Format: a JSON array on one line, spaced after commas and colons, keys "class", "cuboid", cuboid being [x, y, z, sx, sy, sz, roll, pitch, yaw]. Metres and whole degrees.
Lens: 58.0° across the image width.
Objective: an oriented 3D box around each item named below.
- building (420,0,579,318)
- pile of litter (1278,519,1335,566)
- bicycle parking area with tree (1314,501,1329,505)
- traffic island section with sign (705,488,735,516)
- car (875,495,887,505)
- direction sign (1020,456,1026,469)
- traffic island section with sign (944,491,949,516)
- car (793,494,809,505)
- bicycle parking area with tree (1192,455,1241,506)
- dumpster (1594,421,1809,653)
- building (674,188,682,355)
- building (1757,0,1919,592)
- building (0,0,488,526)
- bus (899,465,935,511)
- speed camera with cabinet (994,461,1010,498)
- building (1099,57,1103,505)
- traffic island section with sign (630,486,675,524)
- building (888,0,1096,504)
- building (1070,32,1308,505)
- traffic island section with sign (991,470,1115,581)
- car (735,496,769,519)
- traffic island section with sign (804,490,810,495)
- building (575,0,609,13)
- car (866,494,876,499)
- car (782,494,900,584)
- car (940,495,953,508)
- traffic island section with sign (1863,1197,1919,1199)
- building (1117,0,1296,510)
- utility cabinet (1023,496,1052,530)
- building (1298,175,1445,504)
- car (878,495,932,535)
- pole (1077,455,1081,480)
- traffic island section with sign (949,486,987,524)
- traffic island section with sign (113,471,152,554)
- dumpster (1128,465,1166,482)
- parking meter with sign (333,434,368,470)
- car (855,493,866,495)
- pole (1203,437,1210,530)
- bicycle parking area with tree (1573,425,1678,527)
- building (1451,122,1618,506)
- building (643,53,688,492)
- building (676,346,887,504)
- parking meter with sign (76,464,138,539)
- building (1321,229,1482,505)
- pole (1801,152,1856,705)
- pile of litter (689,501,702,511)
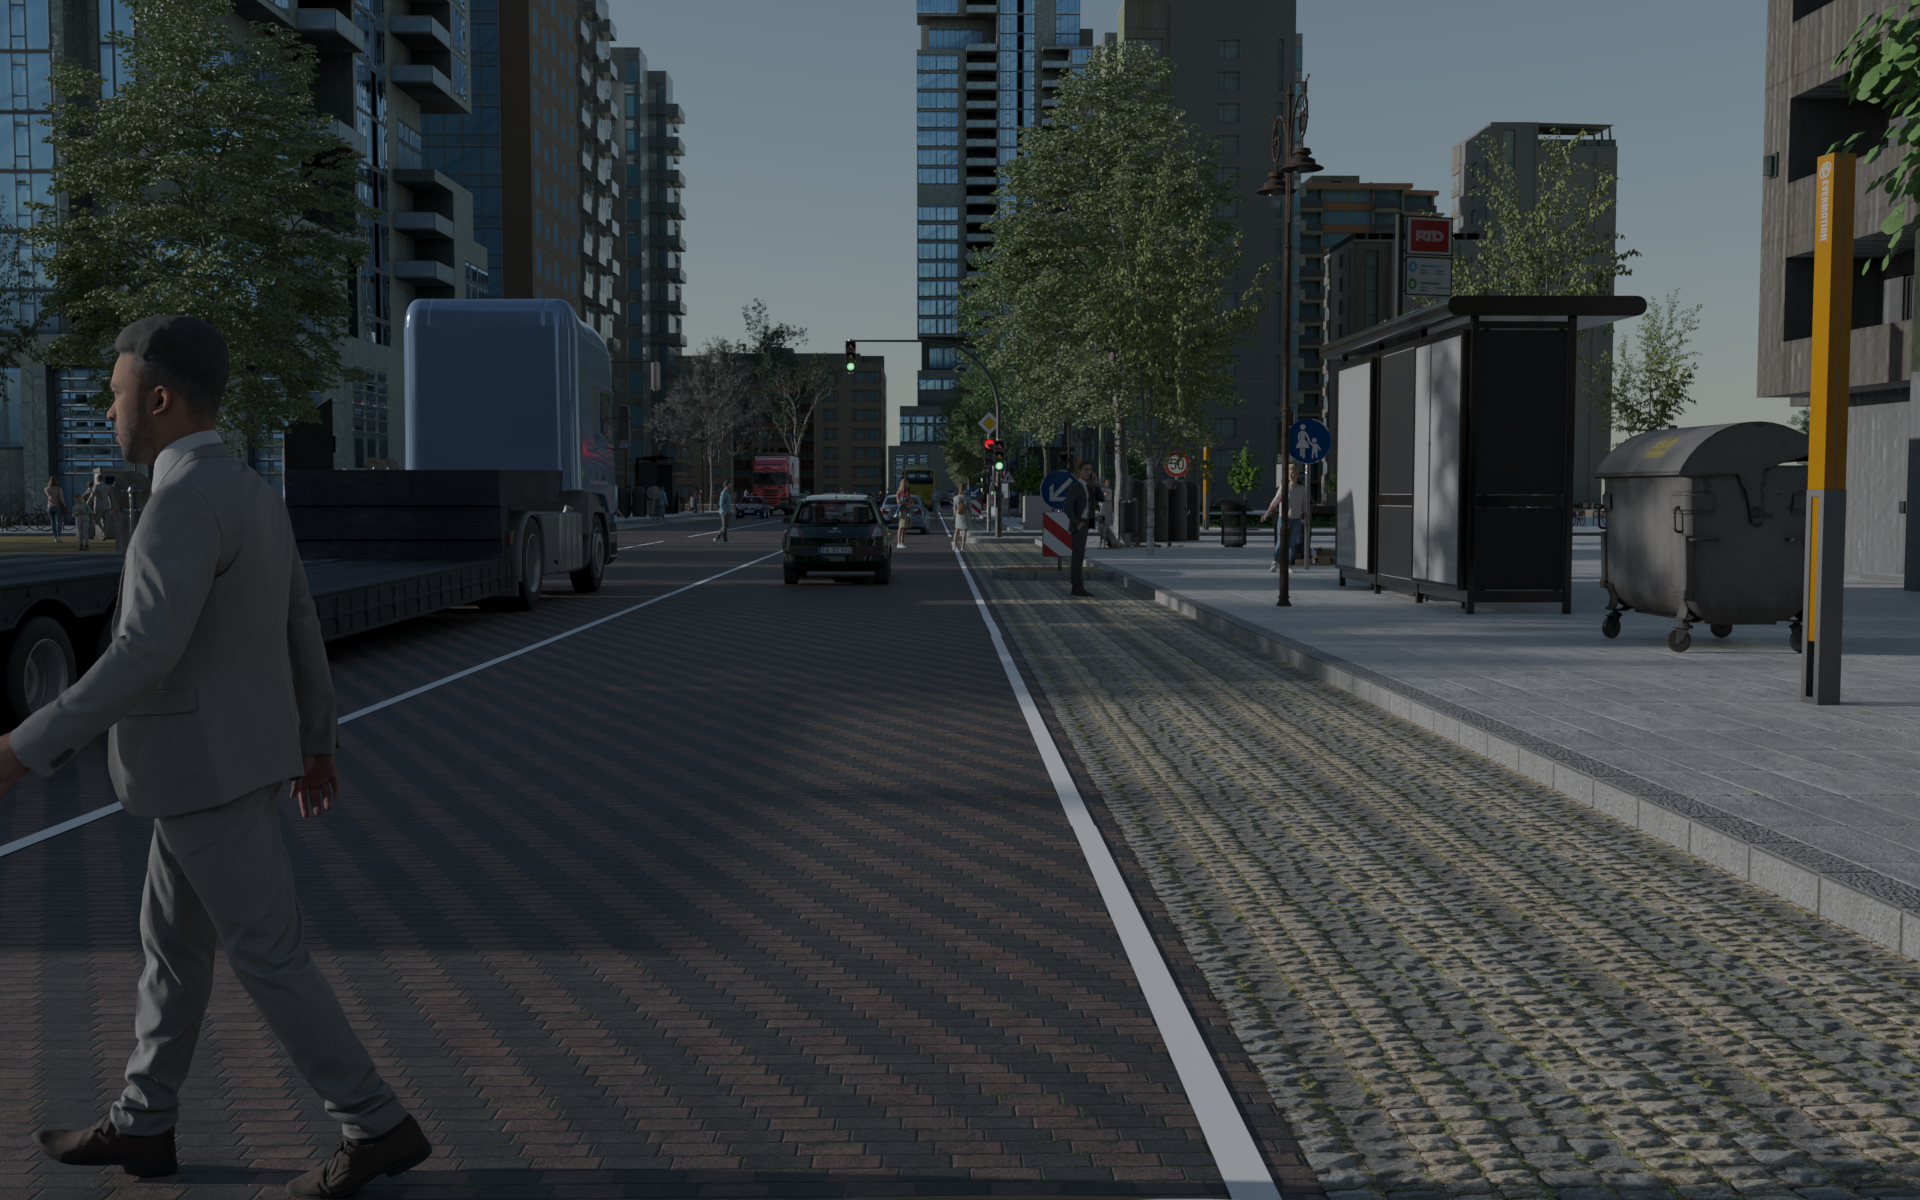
[{"class": "building", "cuboid": [-33.764, -28.429, 114.924, 14.600, 45.320, 14.200, 0, 4, -1]}, {"class": "pile of litter", "cuboid": [6.428, -1.075, 31.548, 1.719, 0.858, 1.176, -2, 4, -31]}, {"class": "bicycle parking area with tree", "cuboid": [28.695, -8.790, 130.723, 8.231, 4.147, 9.016, 1, 4, 10]}, {"class": "traffic island section with sign", "cuboid": [-15.286, -6.284, 111.375, 1.989, 1.847, 2.006, 0, 4, -1]}, {"class": "car", "cuboid": [-8.336, -10.515, 184.496, 1.945, 1.354, 3.894, 0, 4, -3]}, {"class": "direction sign", "cuboid": [3.990, -6.741, 102.212, 0.876, 3.537, 0.379, 0, 4, -1]}, {"class": "traffic island section with sign", "cuboid": [0.134, -6.282, 111.335, 1.989, 1.847, 2.006, 0, 4, -1]}, {"class": "car", "cuboid": [-16.624, -10.577, 181.737, 1.959, 1.807, 4.718, 0, 4, 0]}, {"class": "bicycle parking area with tree", "cuboid": [16.950, -8.706, 129.343, 9.016, 4.147, 8.231, 1, 4, 12]}, {"class": "dumpster", "cuboid": [6.319, -0.545, 14.673, 1.264, 1.857, 1.865, 0, 4, -1]}, {"class": "building", "cuboid": [-50.246, -37.582, 238.163, 21.600, 48.544, 21.300, 0, 4, -1]}, {"class": "building", "cuboid": [19.528, -15.450, 24.309, 14.160, 30.474, 14.107, 0, 4, -1]}, {"class": "building", "cuboid": [-36.301, -47.120, 83.076, 22.319, 86.520, 31.000, 0, 4, -1]}, {"class": "bus", "cuboid": [-3.619, -9.531, 147.373, 2.896, 3.916, 12.252, 0, 4, -3]}, {"class": "speed camera with cabinet", "cuboid": [2.466, -6.635, 102.812, 0.660, 3.252, 2.038, 2, 4, 31]}, {"class": "building", "cuboid": [19.944, -29.255, 161.922, 14.154, 41.232, 14.086, 0, 4, -1]}, {"class": "traffic island section with sign", "cuboid": [-14.825, -4.593, 83.721, 1.989, 1.847, 2.006, 0, 4, -1]}, {"class": "building", "cuboid": [5.776, -56.631, 238.590, 31.000, 86.520, 22.319, 0, 4, -1]}, {"class": "building", "cuboid": [23.513, -34.519, 183.987, 23.786, 49.044, 30.456, 0, 4, -1]}, {"class": "traffic island section with sign", "cuboid": [1.538, -1.266, 29.335, 1.989, 1.847, 2.006, 0, 4, -1]}, {"class": "car", "cuboid": [-12.177, -5.445, 101.609, 1.945, 1.354, 3.894, 0, 4, -1]}, {"class": "traffic island section with sign", "cuboid": [-16.625, -11.025, 188.892, 1.989, 1.847, 2.006, 0, 4, -1]}, {"class": "building", "cuboid": [-41.747, -32.324, 148.109, 23.786, 49.044, 30.456, 0, 4, -1]}, {"class": "car", "cuboid": [-10.225, -11.405, 195.510, 2.155, 1.783, 4.494, 0, 4, -1]}, {"class": "car", "cuboid": [-2.011, -1.173, 28.959, 2.009, 1.686, 4.222, 0, 4, -2]}, {"class": "car", "cuboid": [-1.263, -10.430, 183.111, 1.945, 1.354, 3.894, 0, 4, -1]}, {"class": "traffic island section with sign", "cuboid": [1.998, 0.398, 2.126, 1.989, 1.847, 2.006, 0, 4, -1]}, {"class": "building", "cuboid": [20.062, -28.336, 146.887, 14.154, 41.232, 14.086, 0, 4, -1]}, {"class": "utility cabinet", "cuboid": [2.794, -3.135, 62.425, 1.020, 1.237, 0.306, -1, 4, -11]}, {"class": "building", "cuboid": [50.572, -35.848, 240.745, 28.867, 44.769, 22.147, 0, 4, -1]}, {"class": "car", "cuboid": [-2.017, -3.090, 62.530, 2.014, 1.417, 4.499, 0, 4, 0]}, {"class": "pole", "cuboid": [6.195, -5.908, 90.439, 0.158, 3.312, 0.155, 0, 3, 0]}, {"class": "traffic island section with sign", "cuboid": [0.590, -4.633, 84.384, 1.989, 1.847, 2.006, 0, 4, -1]}, {"class": "traffic island section with sign", "cuboid": [-13.869, -1.219, 28.557, 1.989, 1.847, 2.006, 0, 4, -1]}, {"class": "dumpster", "cuboid": [6.206, -3.478, 59.358, 1.502, 2.255, 1.985, 0, 4, -1]}, {"class": "parking meter with sign", "cuboid": [-17.756, -3.353, 51.077, 0.543, 3.016, 1.738, 3, 5, 45]}, {"class": "car", "cuboid": [-9.690, -9.633, 167.086, 1.945, 1.707, 3.694, 0, 4, -1]}, {"class": "pole", "cuboid": [8.773, -4.149, 61.675, 0.158, 3.312, 0.155, 0, 3, 0]}, {"class": "bicycle parking area with tree", "cuboid": [27.085, -5.184, 71.768, 8.231, 4.147, 9.016, 0, 4, 2]}, {"class": "building", "cuboid": [63.550, -31.188, 193.523, 14.086, 41.232, 14.154, 0, 4, -1]}, {"class": "building", "cuboid": [-45.334, -34.656, 186.238, 30.456, 49.044, 23.786, 0, 4, -1]}, {"class": "building", "cuboid": [-25.055, -24.319, 242.652, 28.899, 21.520, 27.650, 0, 4, -1]}, {"class": "parking meter with sign", "cuboid": [-24.375, -3.259, 49.551, 0.543, 3.016, 1.738, 3, 4, 36]}, {"class": "building", "cuboid": [48.822, -25.756, 192.816, 14.107, 30.474, 14.160, 0, 4, -1]}, {"class": "pole", "cuboid": [5.268, -1.019, 10.506, 0.158, 3.312, 0.155, 0, 3, 0]}, {"class": "pile of litter", "cuboid": [-19.738, -7.044, 129.129, 1.176, 0.858, 1.719, 0, 4, 3]}]
